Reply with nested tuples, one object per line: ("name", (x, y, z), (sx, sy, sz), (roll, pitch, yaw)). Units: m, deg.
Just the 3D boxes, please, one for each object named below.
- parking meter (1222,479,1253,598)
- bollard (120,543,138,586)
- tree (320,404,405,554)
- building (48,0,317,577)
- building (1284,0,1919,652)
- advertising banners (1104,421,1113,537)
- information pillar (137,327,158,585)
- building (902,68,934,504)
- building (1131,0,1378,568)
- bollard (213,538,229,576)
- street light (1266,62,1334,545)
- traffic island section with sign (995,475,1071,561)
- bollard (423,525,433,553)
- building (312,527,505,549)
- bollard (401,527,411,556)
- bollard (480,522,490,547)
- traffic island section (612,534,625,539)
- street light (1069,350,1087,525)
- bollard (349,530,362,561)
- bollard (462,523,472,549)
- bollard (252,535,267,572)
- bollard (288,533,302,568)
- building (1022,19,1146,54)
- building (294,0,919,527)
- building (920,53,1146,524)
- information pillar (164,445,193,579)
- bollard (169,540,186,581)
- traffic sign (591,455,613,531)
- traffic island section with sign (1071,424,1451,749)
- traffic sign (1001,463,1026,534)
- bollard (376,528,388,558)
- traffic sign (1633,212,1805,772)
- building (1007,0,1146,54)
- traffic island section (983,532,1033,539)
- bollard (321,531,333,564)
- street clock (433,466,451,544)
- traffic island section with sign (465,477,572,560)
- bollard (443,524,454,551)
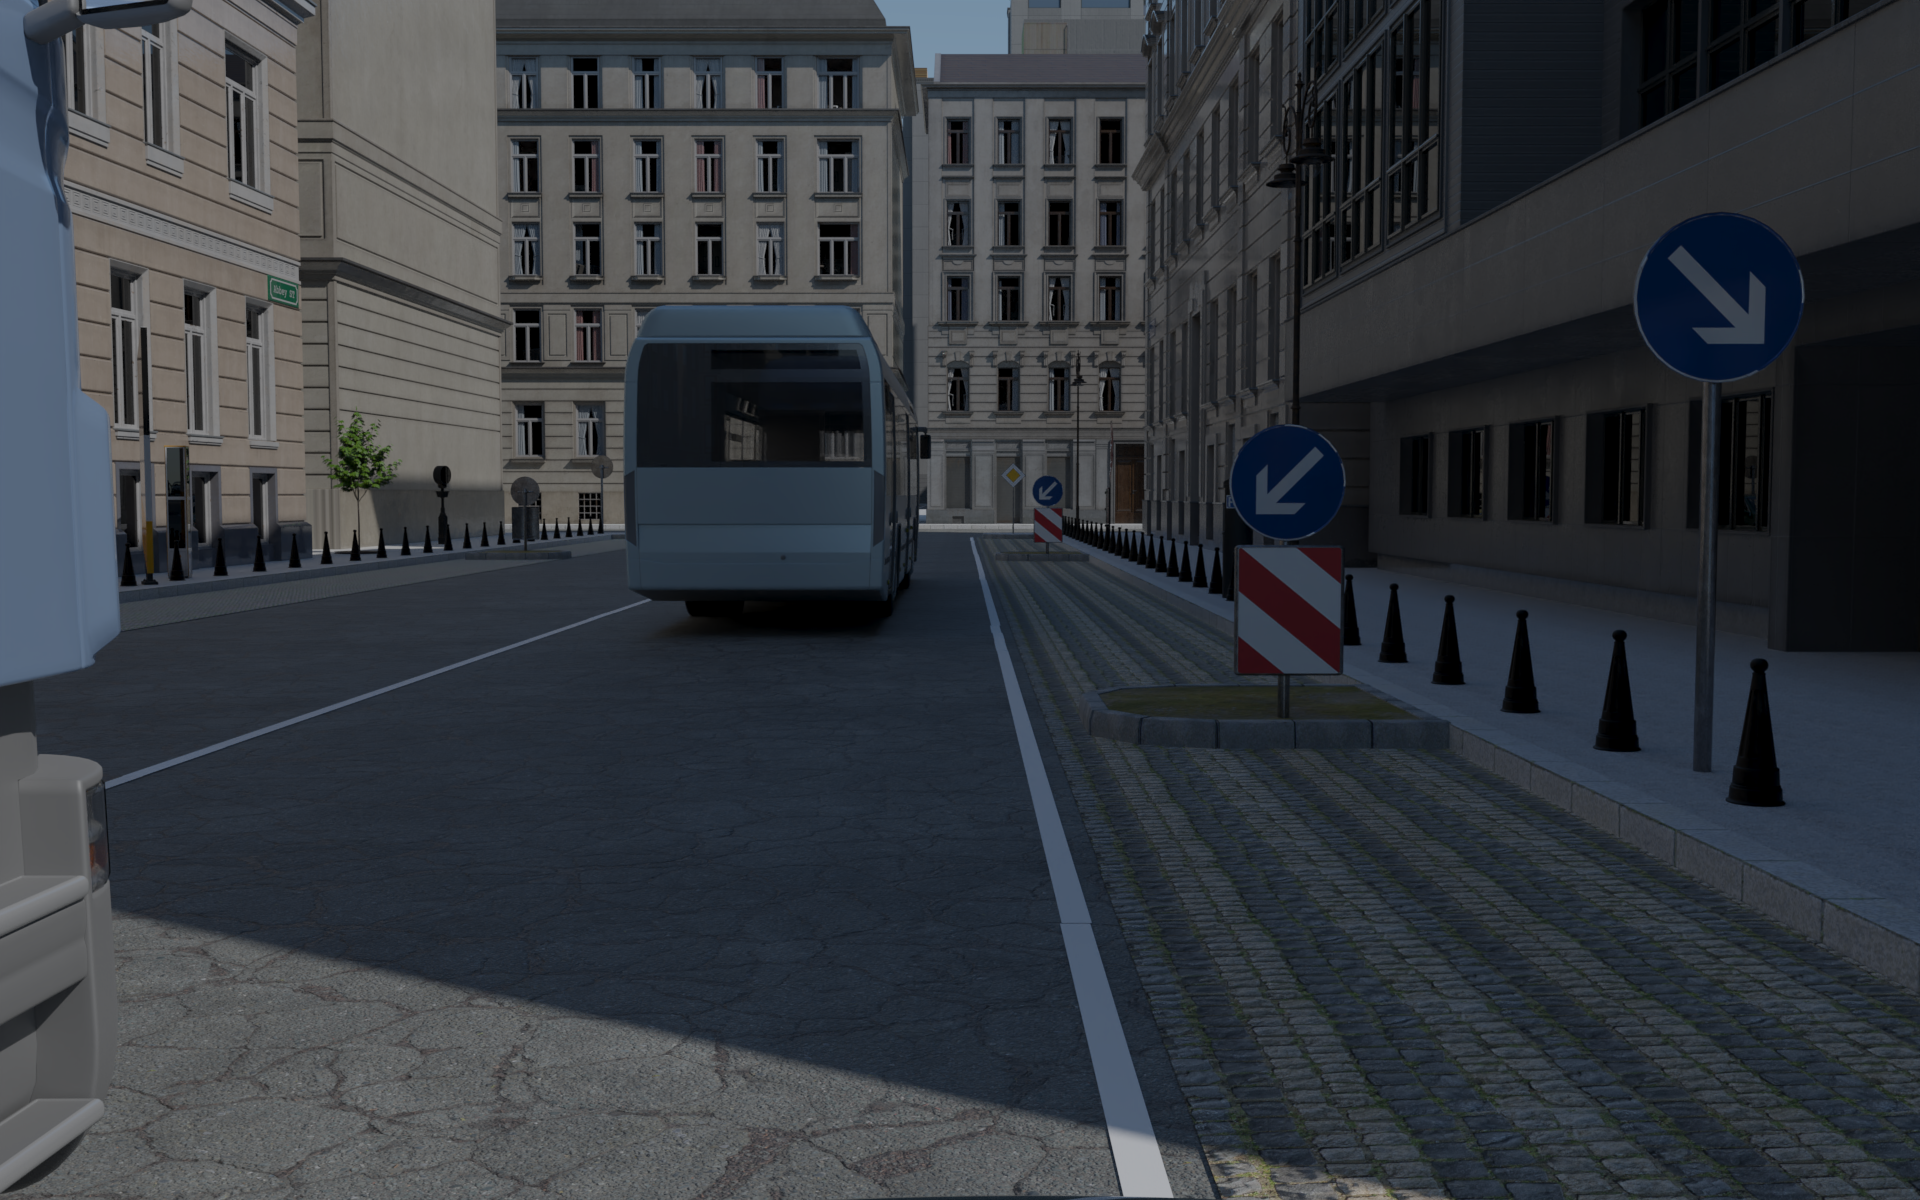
("parking meter", (3.430, -0.793, 21.372), (0.372, 1.533, 0.369), (0, 3, 0))
("bollard", (-11.590, -0.495, 24.131), (0.229, 0.601, 0.229), (0, 3, 0))
("tree", (-13.025, -2.604, 37.171), (1.663, 3.219, 1.824), (0, 3, 0))
("building", (-19.187, -14.570, 24.125), (13.634, 28.700, 20.117), (0, 3, 0))
("building", (12.452, -11.919, 13.948), (14.314, 24.678, 30.058), (0, 3, 0))
("advertising banners", (3.625, -2.813, 42.175), (0.090, 3.025, 2.074), (0, 4, 1))
("information pillar", (-11.544, -2.030, 24.541), (0.183, 3.616, 0.504), (-2, 4, -32))
("building", (-16.368, -42.864, 242.818), (28.212, 58.520, 21.231), (0, 3, 0))
("building", (11.355, -14.932, 41.396), (12.463, 27.353, 25.104), (0, 3, 0))
("bollard", (-11.594, -0.679, 27.148), (0.229, 0.601, 0.229), (0, 3, 0))
("street light", (3.723, -2.836, 19.155), (0.468, 5.910, 1.993), (0, 3, 0))
("traffic island section with sign", (1.758, -1.770, 37.572), (1.989, 1.847, 2.006), (0, 3, 0))
("bollard", (-11.593, -1.326, 37.725), (0.229, 0.601, 0.229), (0, 3, 0))
("building", (-28.588, -13.053, 46.698), (30.059, 22.955, 16.112), (0, 3, 0))
("bollard", (-11.593, -1.234, 36.215), (0.229, 0.601, 0.229), (0, 3, 0))
("bollard", (-11.596, -1.603, 42.252), (0.229, 0.601, 0.229), (0, 3, 0))
("traffic island section", (-10.044, -2.075, 56.214), (2.009, 0.180, 2.903), (0, 3, 0))
("street light", (3.793, -5.073, 55.734), (0.468, 5.910, 1.993), (0, 3, 0))
("bollard", (-11.594, -1.049, 33.198), (0.229, 0.601, 0.229), (0, 3, 0))
("bollard", (-11.597, -1.511, 40.742), (0.229, 0.601, 0.229), (0, 3, 0))
("bollard", (-11.595, -0.772, 28.658), (0.229, 0.601, 0.229), (0, 3, 0))
("bollard", (-11.592, -0.864, 30.173), (0.229, 0.601, 0.229), (0, 3, 0))
("building", (12.370, -28.729, 153.315), (14.154, 41.232, 14.086), (0, 3, 0))
("building", (-17.103, -15.125, 80.580), (30.059, 22.955, 16.112), (0, 3, 0))
("building", (7.468, -14.009, 78.201), (18.267, 20.994, 9.793), (0, 3, 0))
("information pillar", (-11.881, -1.336, 26.331), (0.304, 2.012, 0.304), (-1, 4, -14))
("bollard", (-11.594, -0.587, 25.639), (0.229, 0.601, 0.229), (0, 3, 0))
("traffic sign", (-11.734, -3.465, 56.764), (0.768, 2.556, 0.104), (1, 4, 9))
("traffic island section with sign", (1.755, -0.122, 10.616), (1.989, 1.847, 2.006), (0, 3, 0))
("traffic sign", (1.724, -3.211, 56.134), (0.795, 2.450, 0.064), (0, 3, 0))
("bollard", (-11.593, -1.142, 34.706), (0.229, 0.601, 0.229), (0, 3, 0))
("traffic sign", (3.437, -0.479, 7.941), (0.768, 2.556, 0.104), (0, 4, 1))
("building", (15.950, -40.194, 199.165), (21.231, 58.520, 28.212), (0, 3, 0))
("traffic island section", (1.747, -2.075, 56.212), (2.009, 0.180, 2.903), (0, 3, 0))
("bollard", (-11.591, -0.957, 31.682), (0.229, 0.601, 0.229), (0, 3, 0))
("street clock", (-13.210, -2.425, 44.224), (0.358, 2.002, 0.471), (1, 4, 19))
("traffic island section with sign", (-9.720, -1.821, 38.407), (1.989, 1.847, 2.006), (0, 3, 0))
("bollard", (-11.595, -1.418, 39.234), (0.229, 0.601, 0.229), (0, 3, 0))
